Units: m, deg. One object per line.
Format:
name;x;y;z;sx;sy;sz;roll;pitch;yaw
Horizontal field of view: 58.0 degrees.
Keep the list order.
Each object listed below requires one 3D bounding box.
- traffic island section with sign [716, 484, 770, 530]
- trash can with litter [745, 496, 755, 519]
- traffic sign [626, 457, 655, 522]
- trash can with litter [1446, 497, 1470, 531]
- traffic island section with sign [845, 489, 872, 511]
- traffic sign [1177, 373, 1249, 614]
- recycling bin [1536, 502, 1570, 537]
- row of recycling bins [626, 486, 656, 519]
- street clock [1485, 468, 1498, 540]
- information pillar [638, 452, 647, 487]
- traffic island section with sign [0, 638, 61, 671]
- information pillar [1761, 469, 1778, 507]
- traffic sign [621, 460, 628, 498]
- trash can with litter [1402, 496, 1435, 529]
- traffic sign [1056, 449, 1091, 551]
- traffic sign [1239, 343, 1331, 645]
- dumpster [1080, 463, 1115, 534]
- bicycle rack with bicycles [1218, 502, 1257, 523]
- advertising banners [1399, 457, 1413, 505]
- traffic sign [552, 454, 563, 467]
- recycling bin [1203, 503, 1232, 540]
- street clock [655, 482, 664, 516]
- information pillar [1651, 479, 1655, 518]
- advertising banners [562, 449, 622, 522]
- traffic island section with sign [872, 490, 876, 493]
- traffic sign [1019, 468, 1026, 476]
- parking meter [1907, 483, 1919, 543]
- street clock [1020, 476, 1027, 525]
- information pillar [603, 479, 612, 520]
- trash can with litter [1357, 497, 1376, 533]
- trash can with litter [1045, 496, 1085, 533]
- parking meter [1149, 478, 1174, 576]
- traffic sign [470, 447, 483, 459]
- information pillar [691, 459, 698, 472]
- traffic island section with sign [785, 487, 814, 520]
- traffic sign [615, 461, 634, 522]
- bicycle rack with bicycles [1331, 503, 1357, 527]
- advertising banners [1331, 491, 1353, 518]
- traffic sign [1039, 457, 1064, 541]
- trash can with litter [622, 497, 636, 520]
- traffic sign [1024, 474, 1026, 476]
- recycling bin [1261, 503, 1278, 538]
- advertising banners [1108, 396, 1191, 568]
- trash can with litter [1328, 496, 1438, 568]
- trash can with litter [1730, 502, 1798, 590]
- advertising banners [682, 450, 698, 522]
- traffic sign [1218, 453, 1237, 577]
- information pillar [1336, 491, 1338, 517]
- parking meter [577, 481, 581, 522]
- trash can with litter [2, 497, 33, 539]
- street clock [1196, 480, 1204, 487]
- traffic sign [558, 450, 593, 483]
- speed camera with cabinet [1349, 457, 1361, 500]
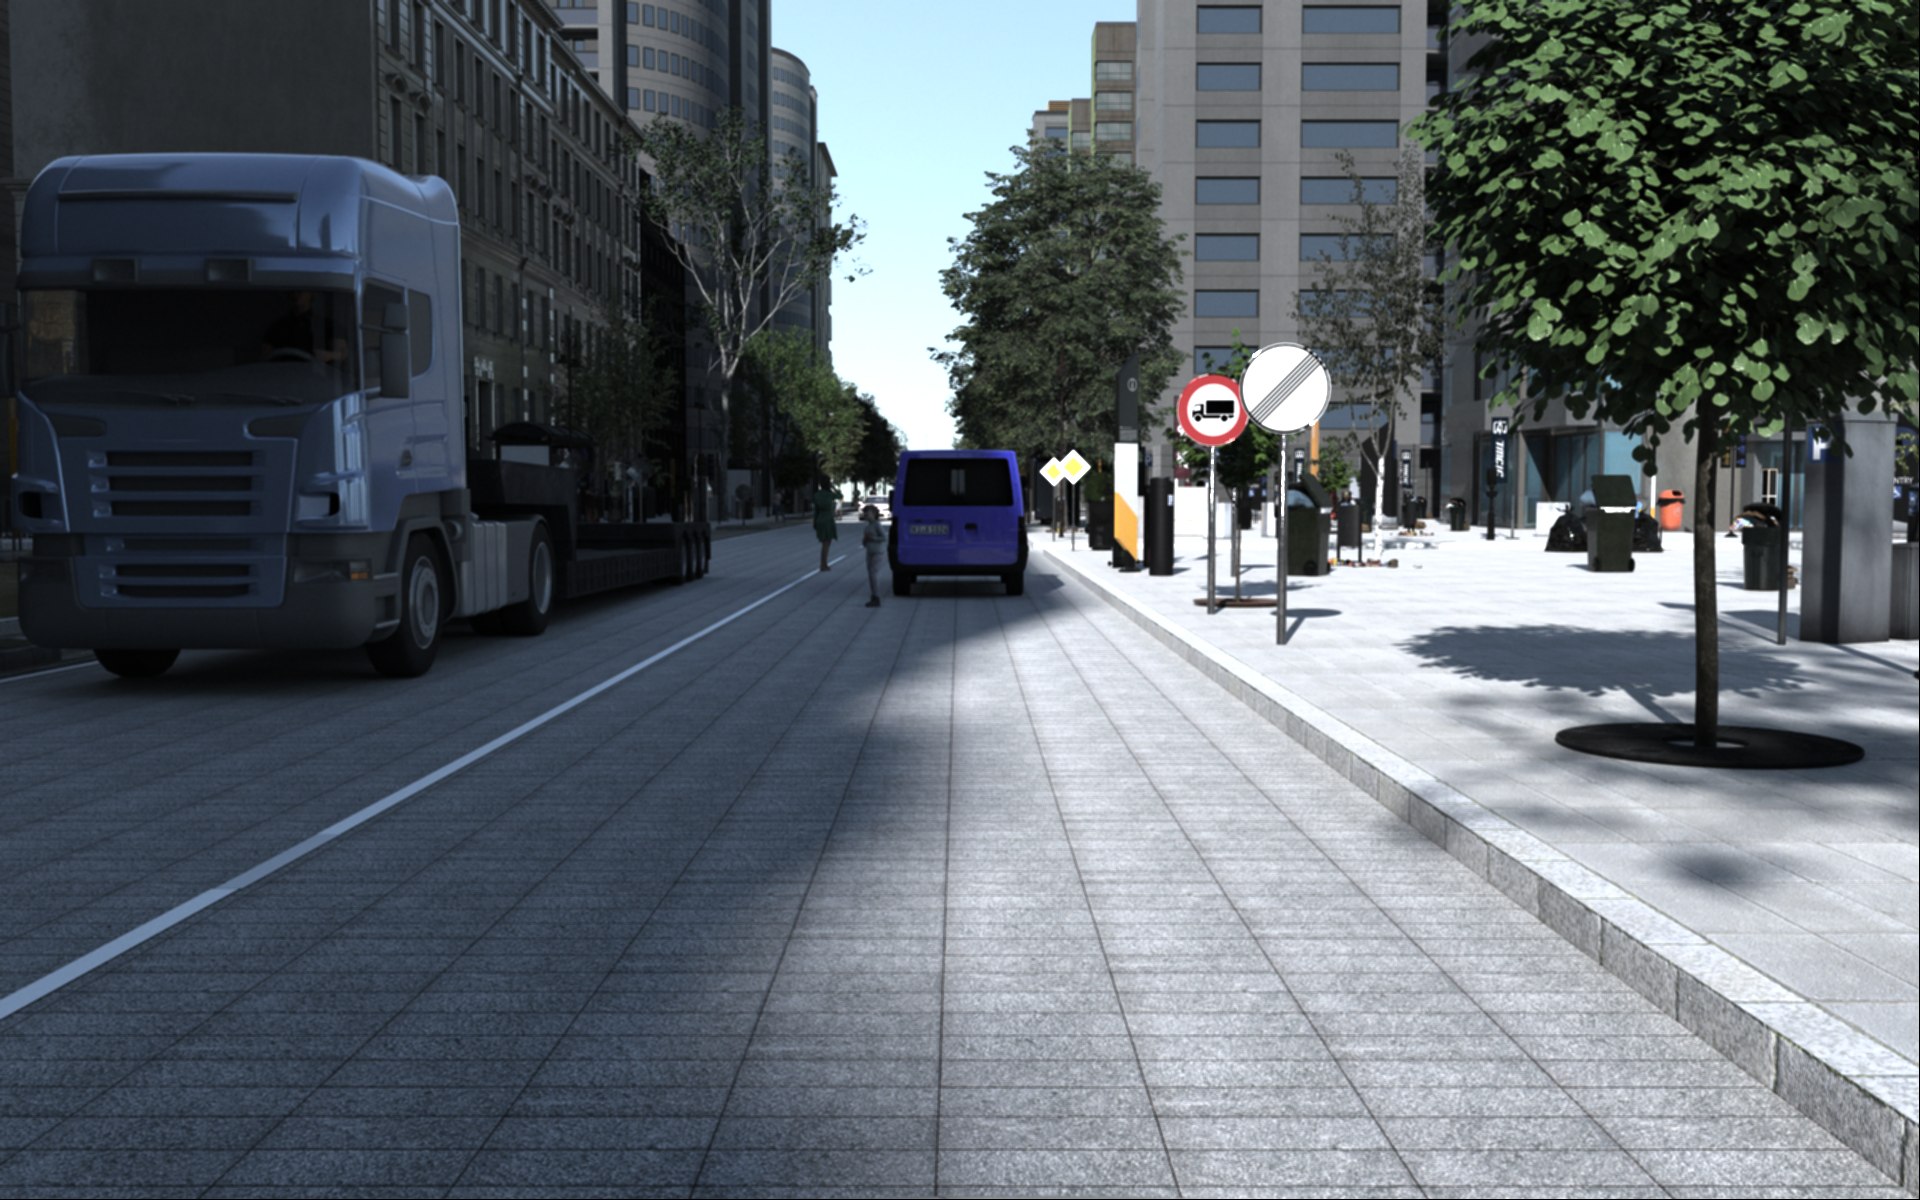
traffic island section with sign;-8.679;-3.727;69.572;1.989;1.847;2.006;0;3;0
trash can with litter;-11.141;-4.798;89.839;1.055;1.170;0.624;3;4;38
traffic sign;-8.651;-2.648;46.939;0.795;2.450;0.064;0;3;0
trash can with litter;17.334;-2.986;60.205;0.624;1.170;1.055;2;4;35
traffic island section with sign;-8.685;-8.438;146.586;1.989;1.847;2.006;0;3;0
traffic sign;2.682;-1.120;18.411;0.768;2.556;0.104;0;4;3
recycling bin;17.899;-2.430;52.288;0.722;1.027;0.722;-3;4;-37
row of recycling bins;-16.742;-5.132;91.013;1.069;1.692;3.534;0;4;5
street clock;14.826;-2.676;48.317;0.358;2.002;0.471;1;4;10
information pillar;-17.651;-6.417;96.278;0.504;3.616;0.183;0;4;-2
traffic island section with sign;-8.685;-0.348;14.315;1.989;1.847;2.006;0;3;0
information pillar;23.674;-2.825;50.686;0.304;2.012;0.304;-1;4;-13
traffic sign;-12.428;-3.918;64.162;0.768;2.556;0.104;0;4;7
trash can with litter;16.939;-3.243;64.407;0.624;1.170;1.055;-2;4;-27
traffic sign;2.544;-2.159;38.935;0.795;2.450;0.064;0;3;0
traffic sign;2.739;-0.892;14.688;0.768;2.556;0.104;0;4;2
dumpster;4.651;-3.242;55.495;1.502;2.255;1.985;0;3;0
bicycle rack with bicycles;12.052;-3.869;76.640;2.852;0.926;2.925;1;4;14
advertising banners;21.116;-5.251;82.050;0.090;3.025;2.074;2;4;32
traffic sign;-12.914;-3.389;55.509;0.768;2.556;0.104;1;4;10
recycling bin;7.404;-2.249;49.320;0.722;1.027;0.722;3;5;45
street clock;-17.328;-5.833;99.940;0.358;2.002;0.471;2;4;33
information pillar;19.628;-3.526;48.997;0.183;3.616;0.504;1;4;23
advertising banners;-11.563;-3.567;54.503;2.074;3.025;0.090;-2;4;-29
traffic island section with sign;-8.687;-10.116;174.017;1.989;1.847;2.006;0;3;0
traffic sign;3.553;-7.719;120.085;2.265;3.308;0.079;1;4;8
parking meter;20.956;-1.804;37.910;0.372;1.533;0.369;0;3;0
street clock;2.494;-3.945;69.066;0.358;2.002;0.471;-1;4;-20
information pillar;-17.187;-4.894;84.509;0.304;2.012;0.304;1;4;16
trash can with litter;13.572;-2.837;57.778;0.624;1.170;1.055;1;4;11
trash can with litter;3.644;-2.889;58.295;1.678;1.210;2.233;2;4;34
parking meter;3.171;-1.153;27.270;0.372;1.533;0.369;0;3;0
traffic sign;-13.127;-2.825;46.294;0.768;2.556;0.104;0;4;3
information pillar;-17.803;-7.650;116.435;0.504;3.616;0.183;1;4;21
traffic island section with sign;-8.687;-5.376;96.527;1.989;1.847;2.006;0;3;0
traffic sign;-10.312;-3.129;53.284;0.606;2.300;0.079;0;4;2
bicycle rack with bicycles;15.152;-3.283;67.061;2.925;0.926;2.852;3;5;43
advertising banners;18.750;-5.569;87.242;2.074;3.025;0.090;0;4;3
traffic sign;2.544;-2.647;46.920;0.795;2.450;0.064;0;3;0
trash can with litter;-16.713;-4.626;87.028;1.055;1.170;0.624;-1;4;-15
traffic sign;4.168;-6.378;104.386;0.768;2.556;0.104;0;4;4
recycling bin;9.380;-2.374;51.368;0.722;1.027;0.722;0;4;-7
advertising banners;3.404;-2.099;30.506;2.074;3.025;0.090;-3;4;-38
trash can with litter;7.139;-1.202;30.716;1.678;1.210;2.233;-3;4;-36
trash can with litter;10.837;-0.727;23.271;0.624;1.170;1.055;3;5;45
advertising banners;-10.681;-4.433;68.660;0.090;3.025;2.074;0;4;8
traffic sign;4.242;-1.631;26.770;0.768;2.556;0.104;1;4;9
information pillar;19.852;-5.356;92.067;0.304;2.012;0.304;-2;4;-32
parking meter;-14.717;-3.710;66.366;0.255;1.863;0.399;1;4;18
trash can with litter;-27.642;-2.372;49.835;1.678;1.210;2.233;3;5;41
street clock;12.801;-5.355;92.126;0.471;2.002;0.358;0;4;5
traffic sign;-8.650;-2.160;38.954;0.795;2.450;0.064;0;3;0
speed camera with cabinet;21.487;-5.984;92.166;0.660;3.252;2.038;3;5;43
